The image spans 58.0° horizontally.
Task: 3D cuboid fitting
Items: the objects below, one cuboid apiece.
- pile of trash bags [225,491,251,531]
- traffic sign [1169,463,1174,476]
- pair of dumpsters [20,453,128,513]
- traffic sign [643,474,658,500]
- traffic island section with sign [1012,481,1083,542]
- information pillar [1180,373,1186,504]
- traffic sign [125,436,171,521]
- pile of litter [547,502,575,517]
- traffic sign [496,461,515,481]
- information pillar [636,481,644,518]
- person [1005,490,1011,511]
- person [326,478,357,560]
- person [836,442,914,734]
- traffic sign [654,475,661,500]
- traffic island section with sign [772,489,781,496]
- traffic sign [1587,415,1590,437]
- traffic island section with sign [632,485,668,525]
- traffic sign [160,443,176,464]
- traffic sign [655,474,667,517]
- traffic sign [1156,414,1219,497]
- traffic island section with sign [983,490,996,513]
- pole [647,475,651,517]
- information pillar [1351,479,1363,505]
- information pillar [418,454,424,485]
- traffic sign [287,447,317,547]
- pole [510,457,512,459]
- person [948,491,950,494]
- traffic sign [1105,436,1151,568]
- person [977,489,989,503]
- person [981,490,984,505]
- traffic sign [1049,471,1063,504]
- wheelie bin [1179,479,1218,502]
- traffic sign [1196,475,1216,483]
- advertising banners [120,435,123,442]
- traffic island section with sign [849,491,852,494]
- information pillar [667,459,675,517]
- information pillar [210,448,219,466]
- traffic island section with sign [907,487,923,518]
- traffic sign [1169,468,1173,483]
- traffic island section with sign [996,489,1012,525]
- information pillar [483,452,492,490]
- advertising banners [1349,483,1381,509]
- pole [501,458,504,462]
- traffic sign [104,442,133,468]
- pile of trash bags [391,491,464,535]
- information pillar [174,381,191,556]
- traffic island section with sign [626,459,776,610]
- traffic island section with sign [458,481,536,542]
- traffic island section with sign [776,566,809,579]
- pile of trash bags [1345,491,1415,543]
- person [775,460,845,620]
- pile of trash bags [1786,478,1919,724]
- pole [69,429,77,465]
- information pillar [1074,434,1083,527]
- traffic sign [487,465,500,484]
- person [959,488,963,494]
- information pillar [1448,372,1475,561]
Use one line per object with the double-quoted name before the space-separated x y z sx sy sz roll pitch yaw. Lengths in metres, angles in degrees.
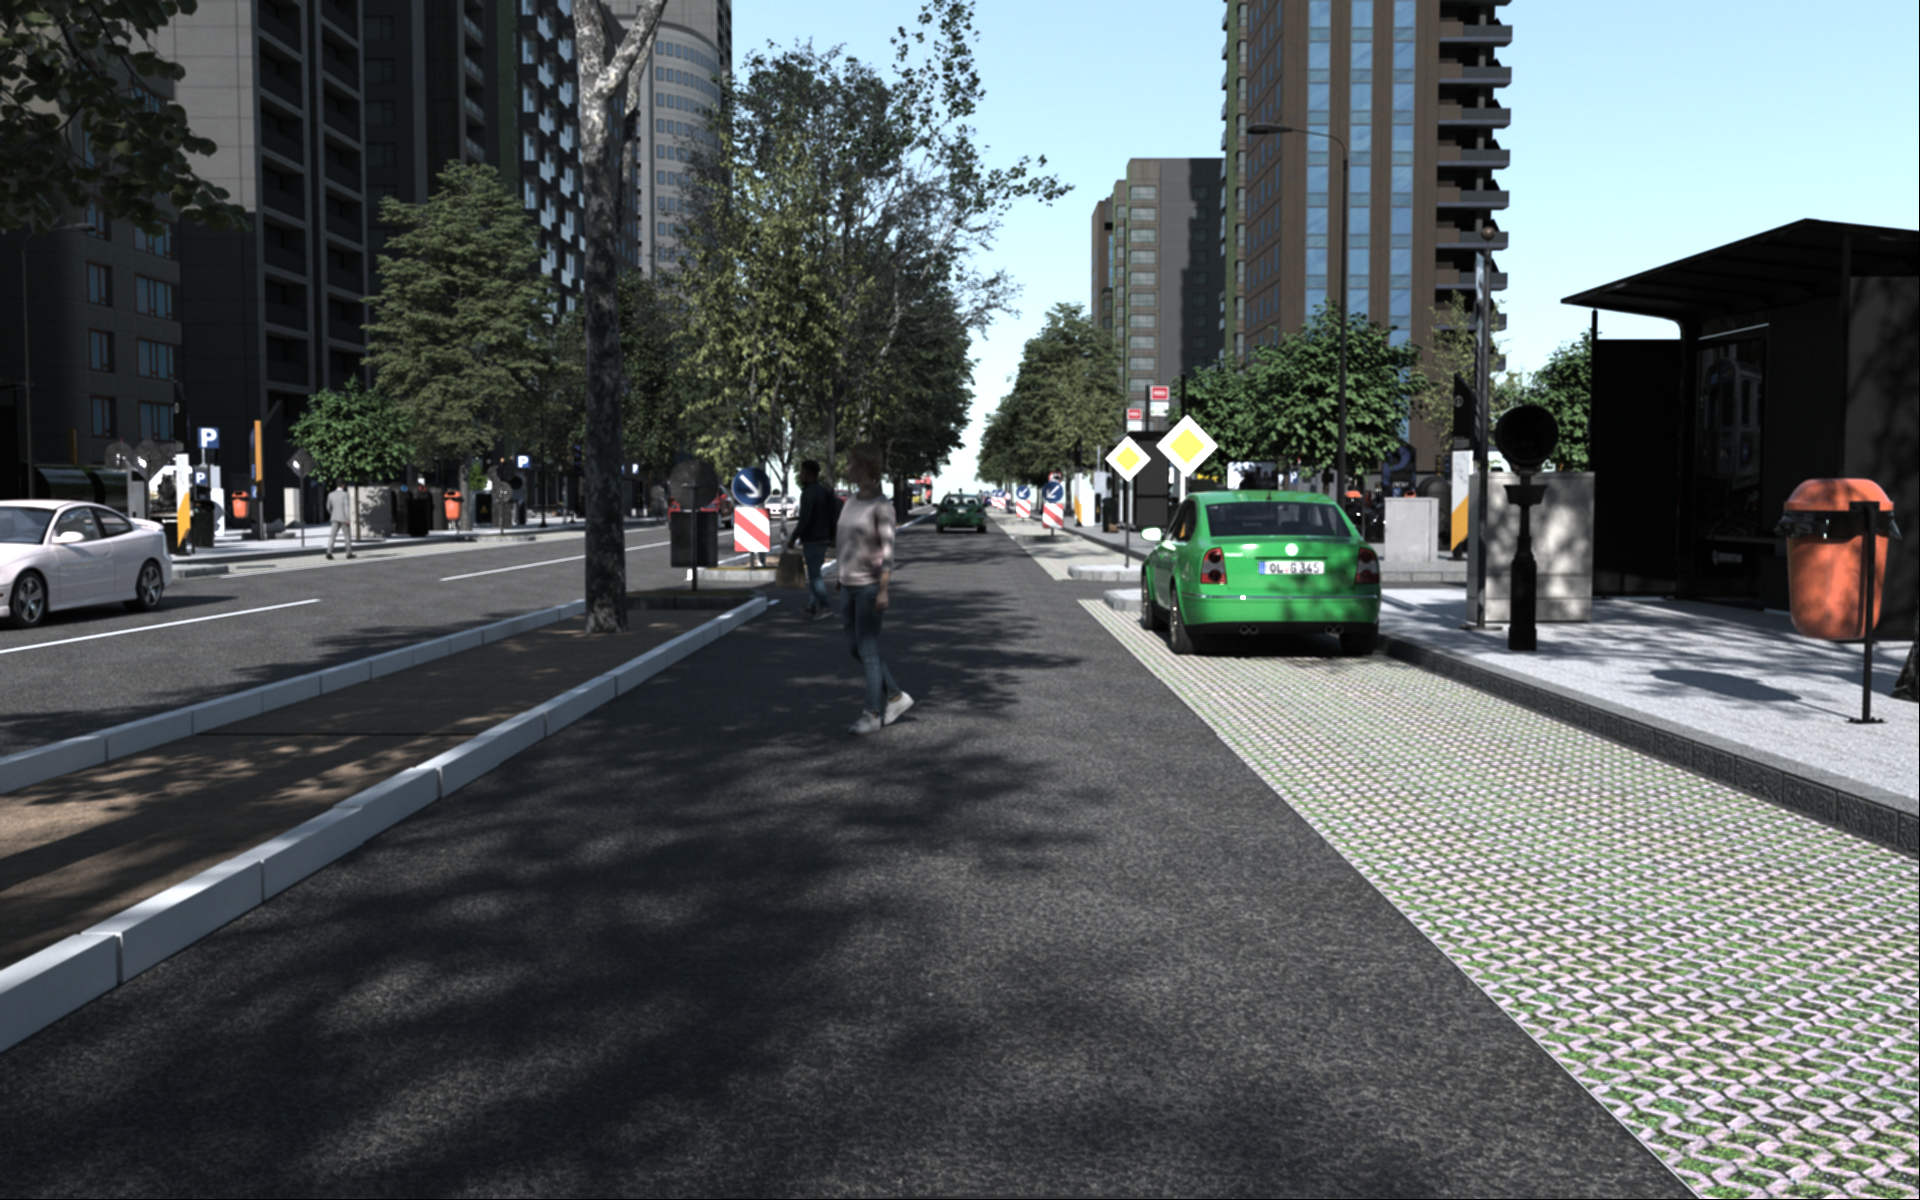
"pile of trash bags" -28.236 -3.468 66.453 3.447 1.369 1.912 -1 4 -9
"traffic sign" 8.023 -4.151 67.978 0.768 2.556 0.104 0 4 1
"pair of dumpsters" -20.513 -2.280 39.777 1.574 2.255 4.437 0 4 0
"traffic sign" -18.042 -6.184 101.115 0.884 2.594 0.081 0 4 3
"traffic island section with sign" 2.677 -2.694 52.680 1.989 1.847 2.006 0 4 0
"information pillar" 4.363 -2.599 33.848 0.183 3.616 0.504 1 4 9
"traffic sign" -14.050 -1.612 29.995 0.795 2.450 0.064 0 4 0
"pile of litter" -22.785 -5.188 98.783 1.719 0.858 1.176 1 4 10
"traffic sign" -17.678 -4.116 67.395 0.768 2.556 0.104 0 4 8
"information pillar" -17.346 -5.465 93.836 0.304 2.012 0.304 -3 4 -36
"person" 3.597 -7.498 132.035 0.436 1.711 0.756 3 5 44
"person" -13.538 -1.774 37.785 0.678 1.792 0.850 1 4 15
"person" -0.528 -0.083 10.534 0.598 1.740 0.731 -3 5 -43
"traffic sign" -17.871 -6.299 103.099 0.768 2.556 0.104 0 4 3
"traffic island section with sign" -13.712 -7.391 129.470 1.989 1.847 2.006 0 4 0
"traffic sign" 8.664 -1.398 22.960 0.768 2.556 0.104 0 4 1
"traffic island section with sign" -13.909 -4.336 79.519 1.989 1.847 2.006 0 4 0
"traffic sign" -19.720 -2.637 43.226 0.768 2.556 0.104 0 4 1
"traffic sign" -16.384 -5.804 95.004 0.768 2.556 0.104 0 4 8
"traffic sign" 2.865 -1.118 21.928 0.795 2.450 0.064 0 4 0
"traffic island section with sign" 2.948 -7.419 129.930 1.989 1.847 2.006 0 4 0
"pole" -17.072 -6.184 94.954 0.158 3.312 0.155 0 3 0
"information pillar" 13.313 -3.276 58.058 0.304 2.012 0.304 -1 4 -13
"information pillar" -28.366 -6.105 91.172 0.504 3.616 0.183 3 5 42
"traffic sign" -16.010 -2.505 42.143 0.795 2.450 0.064 1 4 9
"pole" -24.394 -6.150 94.393 0.158 3.312 0.155 0 3 0
"person" -1.233 -11.885 202.752 0.705 1.831 1.348 3 5 44
"traffic sign" 2.894 -1.607 29.913 0.795 2.450 0.064 0 4 0
"person" 1.633 -8.023 139.765 1.350 1.814 0.705 0 4 -1
"person" 2.176 -10.374 178.104 0.705 1.826 1.348 -2 4 -24
"traffic sign" 5.243 -5.810 95.098 0.768 2.556 0.104 0 4 3
"wheelie bin" 5.058 -1.750 36.514 0.980 1.594 0.693 -2 4 -24
"traffic sign" 8.544 -3.696 54.302 2.265 3.308 0.079 0 4 6
"advertising banners" -25.554 -3.451 52.613 0.090 3.025 2.074 -2 4 -33
"traffic island section with sign" -13.426 -12.422 211.723 1.989 1.847 2.006 0 4 0
"information pillar" -16.061 -6.417 96.265 0.504 3.616 0.183 2 4 35
"information pillar" -32.430 -5.130 75.224 0.183 3.616 0.504 3 5 40
"traffic island section with sign" -3.219 -5.913 104.813 2.006 1.907 1.989 0 4 0
"traffic sign" 7.928 -3.959 66.862 0.606 2.300 0.079 1 4 8
"traffic island section with sign" 2.782 -4.356 79.847 1.989 1.847 2.006 0 4 0
"information pillar" -25.884 -6.334 94.922 0.504 3.616 0.183 -1 4 -20
"advertising banners" 17.034 -4.664 72.444 2.074 3.025 0.090 -2 4 -23
"pole" -25.983 -6.399 98.461 0.158 3.312 0.155 0 3 0
"traffic sign" -20.425 -2.567 42.078 0.768 2.556 0.104 0 4 6
"pile of trash bags" -17.407 -2.775 55.129 3.447 1.369 1.912 1 4 10
"information pillar" -16.081 -2.719 35.803 0.183 3.616 0.504 -3 5 -45
"traffic island section with sign" -3.519 -0.864 22.267 2.006 1.907 1.989 0 4 0
"traffic island section with sign" -13.997 -2.687 52.564 1.989 1.847 2.006 0 4 0
"traffic island section with sign" -3.482 -1.317 29.675 2.006 1.907 1.989 0 4 0
"pile of trash bags" 11.143 -2.270 46.863 1.912 1.369 3.447 -1 4 -10
"person" -1.709 -0.691 19.787 0.713 1.824 0.794 3 5 42
"pile of trash bags" 6.395 -0.031 10.260 3.447 1.369 1.912 -1 4 -14
"pole" -27.761 -3.697 54.281 0.158 3.312 0.155 0 3 0
"information pillar" 4.654 -4.694 68.094 0.183 3.616 0.504 -2 4 -25
"traffic sign" -20.693 -4.711 77.125 0.768 2.556 0.104 0 4 4
"person" 0.020 -5.743 102.735 0.374 1.781 0.599 1 4 15
"information pillar" 9.622 -2.558 33.185 0.183 3.616 0.504 -2 4 -28
